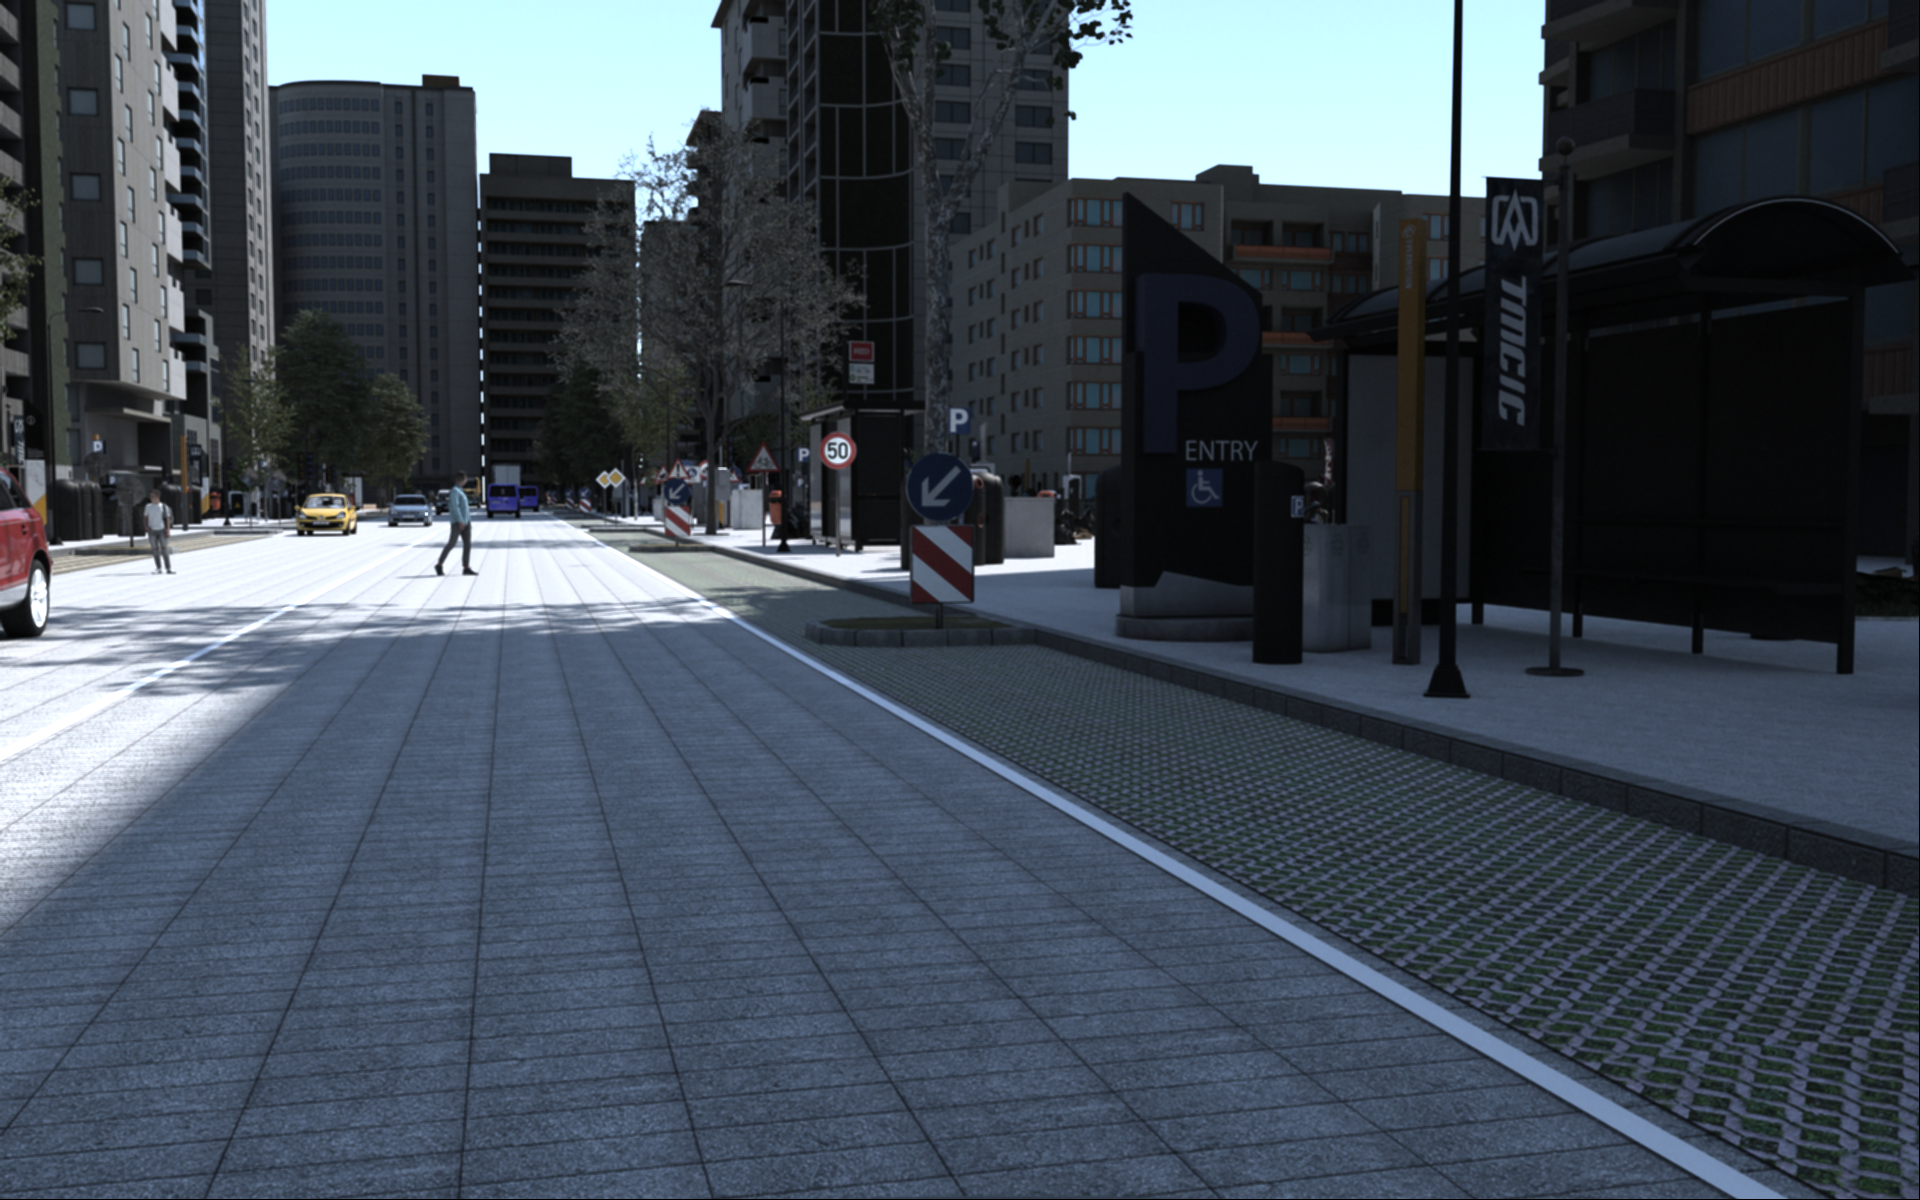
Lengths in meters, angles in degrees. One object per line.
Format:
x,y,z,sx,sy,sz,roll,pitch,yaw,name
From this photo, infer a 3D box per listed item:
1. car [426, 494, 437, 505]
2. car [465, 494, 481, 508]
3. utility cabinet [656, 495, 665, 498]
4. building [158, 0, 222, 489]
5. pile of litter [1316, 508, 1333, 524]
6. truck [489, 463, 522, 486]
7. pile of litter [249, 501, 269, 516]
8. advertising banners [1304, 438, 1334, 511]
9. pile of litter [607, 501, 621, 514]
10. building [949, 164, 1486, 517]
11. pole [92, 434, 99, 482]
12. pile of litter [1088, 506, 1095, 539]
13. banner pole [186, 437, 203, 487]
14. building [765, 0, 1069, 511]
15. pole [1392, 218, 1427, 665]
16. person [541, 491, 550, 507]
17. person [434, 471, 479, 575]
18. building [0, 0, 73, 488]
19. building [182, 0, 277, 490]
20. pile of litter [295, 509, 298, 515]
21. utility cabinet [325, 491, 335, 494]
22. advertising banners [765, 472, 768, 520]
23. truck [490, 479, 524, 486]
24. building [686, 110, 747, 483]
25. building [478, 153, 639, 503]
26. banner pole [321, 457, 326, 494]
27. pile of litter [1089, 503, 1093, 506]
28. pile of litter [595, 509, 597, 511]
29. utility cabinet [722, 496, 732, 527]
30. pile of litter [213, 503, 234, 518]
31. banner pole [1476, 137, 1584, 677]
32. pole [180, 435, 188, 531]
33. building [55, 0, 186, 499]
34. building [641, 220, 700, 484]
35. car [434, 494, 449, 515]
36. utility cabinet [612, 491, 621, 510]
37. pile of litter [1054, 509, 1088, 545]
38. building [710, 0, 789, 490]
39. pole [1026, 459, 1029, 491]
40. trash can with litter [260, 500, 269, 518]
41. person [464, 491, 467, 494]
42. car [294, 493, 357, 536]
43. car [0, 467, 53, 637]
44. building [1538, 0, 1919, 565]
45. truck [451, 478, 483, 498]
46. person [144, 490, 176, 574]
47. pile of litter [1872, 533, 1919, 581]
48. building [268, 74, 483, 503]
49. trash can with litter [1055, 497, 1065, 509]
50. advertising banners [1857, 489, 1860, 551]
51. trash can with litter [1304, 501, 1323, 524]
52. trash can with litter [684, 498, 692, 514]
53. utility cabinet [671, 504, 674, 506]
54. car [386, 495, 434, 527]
-62.297,-11.941,205.025,2.009,1.686,4.222,-1,4,-14,car
-50.999,-10.329,180.670,2.131,1.459,4.920,-1,4,-13,car
-17.730,-5.670,103.862,1.020,1.237,0.306,-1,4,-15,utility cabinet
-76.882,-51.147,148.920,22.319,86.520,31.000,-1,4,-14,building
10.854,-2.349,52.374,1.719,0.858,1.176,1,4,17,pile of litter
-42.470,-10.588,162.030,2.839,4.237,11.283,-1,4,-16,truck
-41.362,-5.390,102.087,1.176,0.858,1.719,0,4,-4,pile of litter
11.665,-3.719,56.988,0.090,3.025,2.074,-1,4,-23,advertising banners
-22.179,-6.035,112.634,1.719,0.858,1.176,1,4,21,pile of litter
16.674,-16.316,111.807,28.899,21.520,27.650,-1,4,-14,building
-29.485,-3.996,59.180,0.158,3.312,0.155,0,3,0,pole
3.334,-2.176,49.544,1.176,0.858,1.719,2,4,33,pile of litter
-33.937,-5.296,76.614,0.863,3.779,0.401,-2,4,-33,banner pole
-4.234,-42.774,137.613,20.563,71.187,20.611,-1,4,-14,building
3.371,-1.170,12.976,0.158,3.312,0.155,0,3,0,pole
-45.167,-11.003,189.115,1.217,1.743,0.721,-3,5,-42,person
-8.889,-1.360,30.595,0.748,1.841,0.638,1,4,10,person
-55.645,-19.439,89.523,14.160,30.474,14.107,-1,4,-14,building
-85.732,-45.679,185.095,20.611,71.187,20.563,-1,4,-14,building
-42.027,-5.725,107.563,1.719,0.858,1.176,1,4,20,pile of litter
-51.107,-8.036,140.067,1.173,1.500,0.318,-3,5,-43,utility cabinet
-9.739,-5.504,86.172,0.090,3.025,2.074,0,4,5,advertising banners
-47.005,-11.218,179.335,3.469,3.379,9.791,-1,4,-13,truck
-19.533,-33.246,198.200,22.147,44.769,28.867,-1,4,-14,building
-58.103,-38.333,250.444,21.600,48.544,21.300,-1,4,-14,building
-43.031,-7.775,117.133,0.401,3.779,0.863,0,4,0,banner pole
6.046,-4.073,80.566,1.719,0.858,1.176,0,4,-6,pile of litter
-27.355,-7.258,132.626,1.176,0.858,1.719,2,4,33,pile of litter
-9.772,-3.908,75.065,1.020,1.237,0.306,0,4,-7,utility cabinet
-39.829,-4.856,93.357,1.176,0.858,1.719,1,4,18,pile of litter
4.019,-1.356,12.180,0.863,3.779,0.401,-1,4,-16,banner pole
-27.015,-4.065,60.308,0.158,3.312,0.155,0,3,0,pole
-70.879,-32.514,120.848,28.713,52.752,27.495,-1,4,-14,building
-38.928,-34.775,252.168,14.086,41.232,14.154,-1,4,-14,building
-35.474,-6.756,120.247,2.009,1.686,4.222,-1,4,-14,car
-23.592,-6.836,120.449,1.173,1.500,0.318,-3,4,-36,utility cabinet
2.193,-1.839,44.040,1.719,0.858,1.176,2,4,23,pile of litter
-8.603,-35.626,171.721,28.713,52.752,27.495,-1,4,-14,building
3.873,-6.480,99.790,0.158,3.312,0.155,0,3,0,pole
-37.949,-5.116,95.026,1.055,1.170,0.624,-2,4,-34,trash can with litter
-55.078,-11.287,193.184,0.705,1.807,1.348,3,4,36,person
-22.175,-3.085,60.671,2.015,1.641,3.980,-1,4,-14,car
-9.887,-0.431,15.723,2.281,1.827,5.304,-1,4,-13,car
25.449,-23.351,36.412,22.147,44.769,28.867,-1,4,-14,building
-57.967,-12.737,204.166,3.469,3.379,9.791,-1,4,-14,truck
-14.402,-1.229,31.190,0.503,1.515,0.523,-3,5,-41,person
12.589,-0.548,22.933,1.719,0.858,1.176,0,4,-5,pile of litter
-82.324,-42.956,244.333,28.212,58.520,21.231,-1,4,-14,building
5.558,-4.957,92.430,1.055,1.170,0.624,-1,4,-11,trash can with litter
12.393,-1.809,25.768,0.090,3.025,2.074,-2,4,-30,advertising banners
5.459,-1.049,28.540,1.055,1.170,0.624,1,4,15,trash can with litter
-18.527,-6.518,117.627,1.678,1.210,2.233,-2,4,-30,trash can with litter
-15.081,-5.049,91.226,0.318,1.500,1.173,0,4,-5,utility cabinet
-24.574,-4.004,77.465,2.014,1.417,4.499,-1,4,-15,car
